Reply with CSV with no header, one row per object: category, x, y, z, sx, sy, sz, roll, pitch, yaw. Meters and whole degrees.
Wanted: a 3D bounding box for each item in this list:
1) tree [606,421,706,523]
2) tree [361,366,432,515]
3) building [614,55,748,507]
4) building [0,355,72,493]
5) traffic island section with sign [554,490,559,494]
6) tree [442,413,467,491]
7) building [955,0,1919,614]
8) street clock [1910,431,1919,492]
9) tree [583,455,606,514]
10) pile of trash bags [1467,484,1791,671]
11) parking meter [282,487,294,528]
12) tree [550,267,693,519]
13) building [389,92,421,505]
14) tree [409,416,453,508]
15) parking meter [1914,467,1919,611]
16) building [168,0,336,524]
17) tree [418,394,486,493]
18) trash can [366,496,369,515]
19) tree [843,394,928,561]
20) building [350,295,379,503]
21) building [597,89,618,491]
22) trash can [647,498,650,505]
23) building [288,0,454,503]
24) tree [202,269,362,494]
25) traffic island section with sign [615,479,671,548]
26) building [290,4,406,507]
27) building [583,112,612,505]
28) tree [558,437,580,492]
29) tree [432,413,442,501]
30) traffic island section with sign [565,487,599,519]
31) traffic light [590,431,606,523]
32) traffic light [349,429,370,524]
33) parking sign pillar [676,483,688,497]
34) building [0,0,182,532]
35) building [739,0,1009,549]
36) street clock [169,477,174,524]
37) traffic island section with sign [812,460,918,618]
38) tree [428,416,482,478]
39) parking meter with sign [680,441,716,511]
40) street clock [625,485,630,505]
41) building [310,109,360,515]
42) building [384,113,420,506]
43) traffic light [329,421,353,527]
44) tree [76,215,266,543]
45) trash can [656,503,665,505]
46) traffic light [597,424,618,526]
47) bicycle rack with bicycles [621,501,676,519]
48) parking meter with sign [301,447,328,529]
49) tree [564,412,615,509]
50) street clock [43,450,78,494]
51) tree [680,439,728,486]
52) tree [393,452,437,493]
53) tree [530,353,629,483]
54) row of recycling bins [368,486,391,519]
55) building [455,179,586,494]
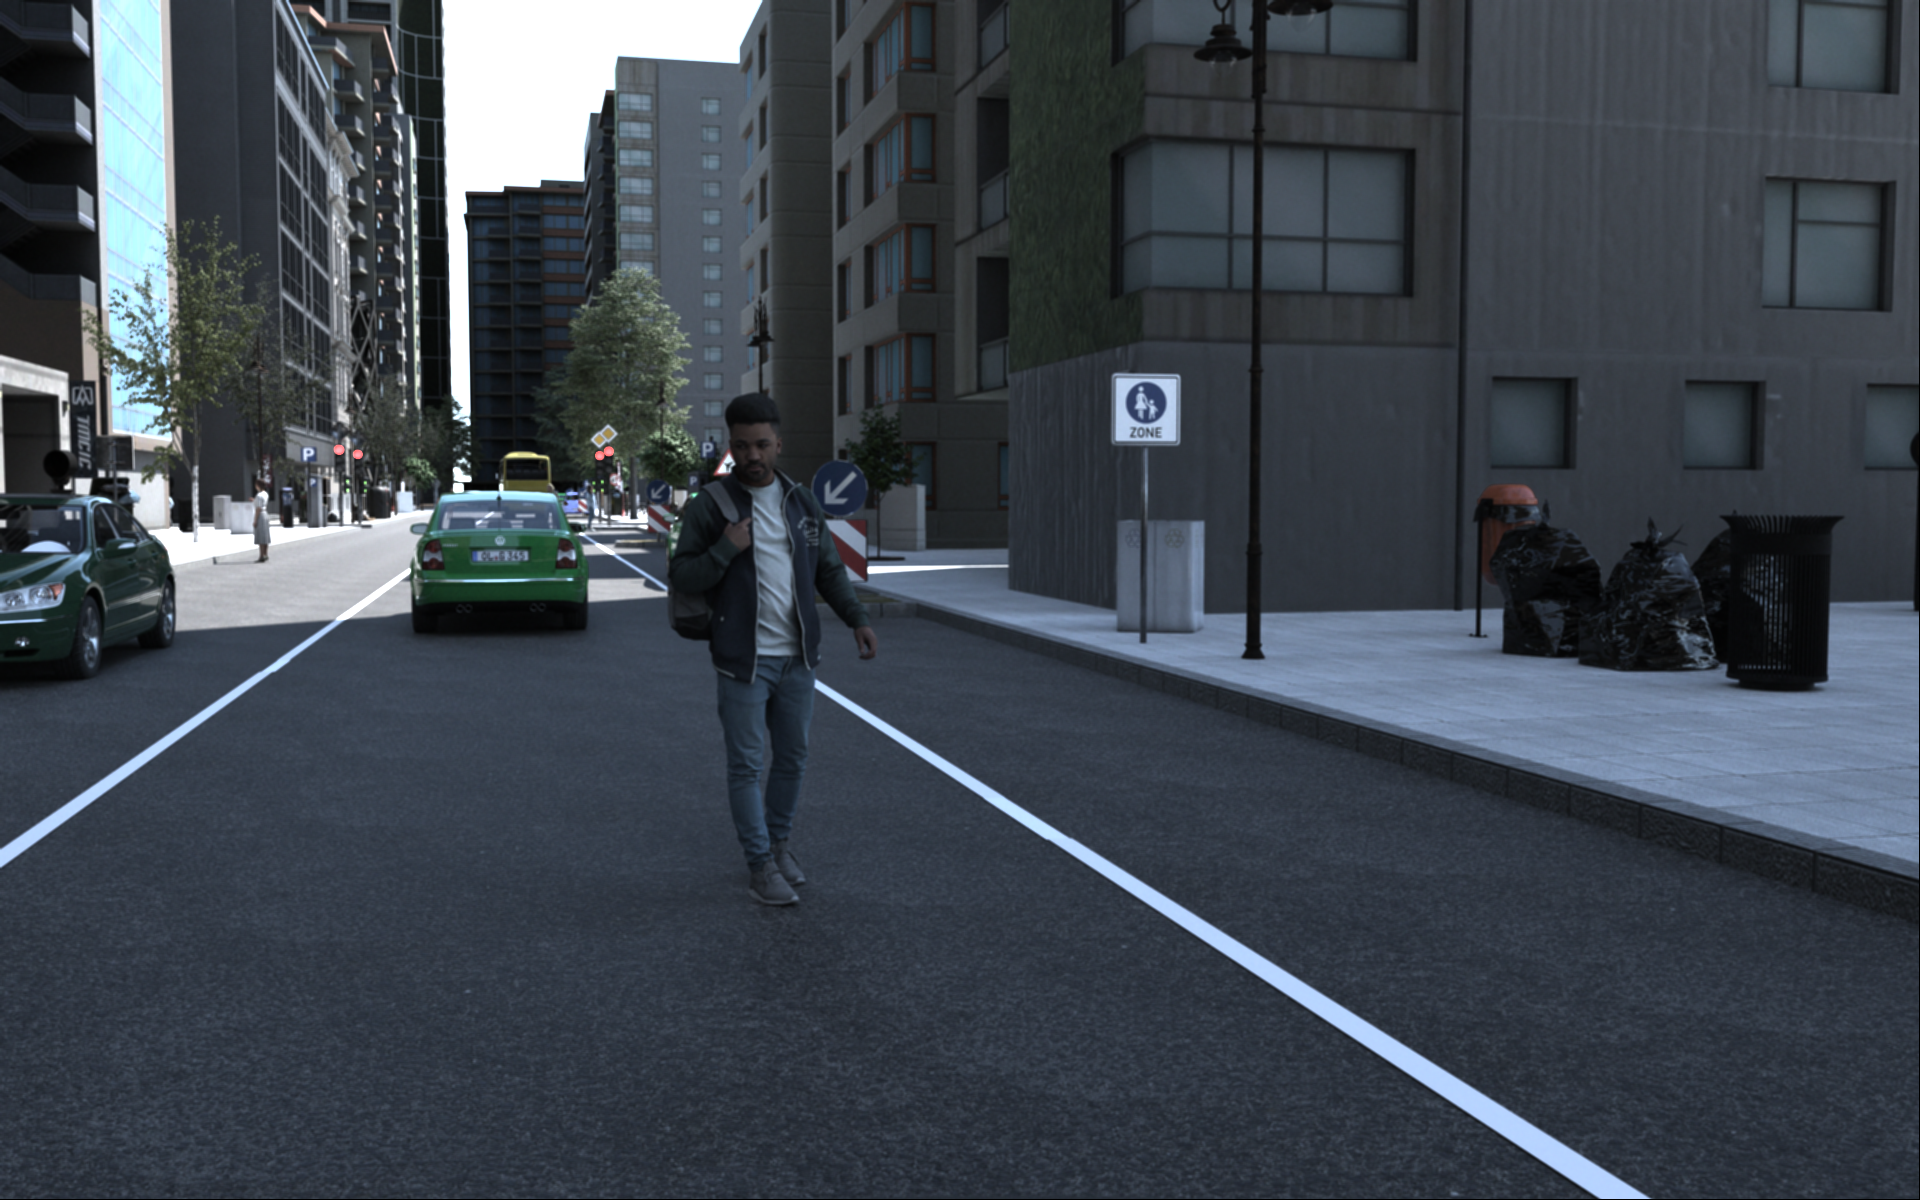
tree,-13.022,-5.788,78.348,4.285,4.588,4.351,0,3,0
tree,-32.562,-9.016,97.778,4.360,8.622,3.978,0,3,0
building,-26.005,-29.554,166.798,14.154,41.232,14.086,-1,4,-14
building,-26.772,-35.955,26.123,20.563,71.187,20.611,-1,4,-14
traffic island section with sign,-28.833,-7.272,127.519,1.989,1.847,2.006,-1,4,-14
tree,-46.523,-12.487,154.530,4.360,8.622,3.978,0,3,0
building,7.034,-20.906,25.404,14.154,41.232,14.086,-1,4,-14
street clock,10.302,-0.840,18.302,0.471,2.002,0.358,1,4,18
tree,-22.705,-7.841,111.920,4.285,4.588,4.351,0,3,0
pile of trash bags,5.221,-0.275,14.241,1.912,1.369,3.447,-1,4,-13
parking meter,-25.519,-3.508,65.760,0.372,1.533,0.369,0,3,0
tree,-16.810,-10.326,86.962,7.486,12.596,7.792,0,3,0
building,-74.920,-35.417,202.771,21.600,48.544,21.300,-1,4,-14
tree,-49.241,-12.933,161.814,4.737,8.622,4.395,0,3,0
parking meter,10.645,-0.808,18.918,0.399,1.863,0.255,-3,5,-40
building,-39.639,-17.852,85.390,14.314,27.812,24.014,-1,4,-14
tree,-57.581,-16.981,195.762,7.486,12.596,7.792,0,3,0
trash can,-37.249,-5.927,108.555,0.748,1.137,0.748,0,3,0
tree,-1.455,-2.392,33.713,1.663,3.219,1.824,0,3,0
building,-52.044,-15.943,128.114,16.820,18.784,16.811,-1,4,-14
building,-27.703,-32.645,188.378,22.147,44.769,28.867,-1,4,-14
trash can,-25.739,-8.111,144.260,0.748,1.137,0.748,0,3,0
building,-80.677,-48.823,236.500,20.611,71.187,20.563,-1,4,-14
tree,-23.072,-6.546,57.383,4.360,8.622,3.978,0,3,0
traffic island section with sign,-8.354,-2.350,47.057,1.989,1.847,2.006,-1,4,-14
building,-62.869,-30.768,157.682,22.147,44.769,28.867,-1,4,-14
building,-34.678,-36.011,212.480,21.300,48.544,21.600,-1,4,-14
tree,-41.442,-14.354,185.041,4.360,8.622,3.978,0,3,0
tree,-34.629,-9.535,106.264,4.360,8.622,3.978,0,3,0
traffic island section with sign,-22.108,-5.654,101.073,1.989,1.847,2.006,-1,4,-14
traffic light,-16.030,-5.385,76.971,0.839,4.253,0.868,-1,4,-14
traffic light,-25.825,-5.232,74.469,0.839,4.253,0.868,-1,4,-14
parking sign pillar,-19.550,-8.171,122.066,1.447,3.967,1.447,1,4,23
building,-33.371,-24.649,53.122,14.200,45.320,14.600,-1,4,-14
building,8.423,-12.947,56.731,27.650,21.520,28.899,-1,4,-14
street clock,-33.673,-4.235,73.809,0.358,2.002,0.471,-3,5,-41
traffic island section with sign,-1.687,-0.753,20.936,1.989,1.847,2.006,-1,4,-14
tree,-60.683,-16.677,207.082,7.601,10.594,8.767,0,4,-5
parking meter with sign,-8.589,-3.693,56.635,0.543,3.016,1.738,1,4,18
street clock,-25.874,-7.960,134.709,0.471,2.002,0.358,3,4,38
building,-45.649,-19.630,108.338,14.401,28.519,23.554,-1,4,-14
building,-64.101,-30.336,179.595,14.154,41.232,14.086,-1,4,-14
traffic light,-23.854,-4.759,66.730,0.839,4.253,0.868,-1,4,-14
tree,-20.253,-5.798,45.160,4.737,8.622,4.395,0,3,0
trash can,-20.987,-6.708,121.321,0.748,1.137,0.748,0,3,0
traffic light,-14.058,-4.912,69.233,0.839,4.253,0.868,-1,4,-14
bicycle rack with bicycles,-16.505,-4.736,90.810,2.852,0.926,2.925,-2,4,-32
parking meter with sign,-24.140,-4.196,64.865,0.543,3.016,1.738,0,4,-6
tree,-35.987,-13.076,164.152,4.737,8.622,4.395,0,3,0
street clock,-14.797,-1.466,28.538,0.471,2.002,0.358,0,4,7
tree,-8.580,-4.007,60.117,1.663,3.219,1.824,0,3,0
tree,-42.983,-9.357,136.702,4.285,4.588,4.351,0,3,0
tree,-33.192,-15.093,153.429,9.857,13.997,8.962,0,3,0
row of recycling bins,-30.333,-5.097,90.442,1.069,1.692,3.534,-1,4,-14
building,-56.175,-36.036,243.813,28.867,44.769,22.147,-1,4,-14
